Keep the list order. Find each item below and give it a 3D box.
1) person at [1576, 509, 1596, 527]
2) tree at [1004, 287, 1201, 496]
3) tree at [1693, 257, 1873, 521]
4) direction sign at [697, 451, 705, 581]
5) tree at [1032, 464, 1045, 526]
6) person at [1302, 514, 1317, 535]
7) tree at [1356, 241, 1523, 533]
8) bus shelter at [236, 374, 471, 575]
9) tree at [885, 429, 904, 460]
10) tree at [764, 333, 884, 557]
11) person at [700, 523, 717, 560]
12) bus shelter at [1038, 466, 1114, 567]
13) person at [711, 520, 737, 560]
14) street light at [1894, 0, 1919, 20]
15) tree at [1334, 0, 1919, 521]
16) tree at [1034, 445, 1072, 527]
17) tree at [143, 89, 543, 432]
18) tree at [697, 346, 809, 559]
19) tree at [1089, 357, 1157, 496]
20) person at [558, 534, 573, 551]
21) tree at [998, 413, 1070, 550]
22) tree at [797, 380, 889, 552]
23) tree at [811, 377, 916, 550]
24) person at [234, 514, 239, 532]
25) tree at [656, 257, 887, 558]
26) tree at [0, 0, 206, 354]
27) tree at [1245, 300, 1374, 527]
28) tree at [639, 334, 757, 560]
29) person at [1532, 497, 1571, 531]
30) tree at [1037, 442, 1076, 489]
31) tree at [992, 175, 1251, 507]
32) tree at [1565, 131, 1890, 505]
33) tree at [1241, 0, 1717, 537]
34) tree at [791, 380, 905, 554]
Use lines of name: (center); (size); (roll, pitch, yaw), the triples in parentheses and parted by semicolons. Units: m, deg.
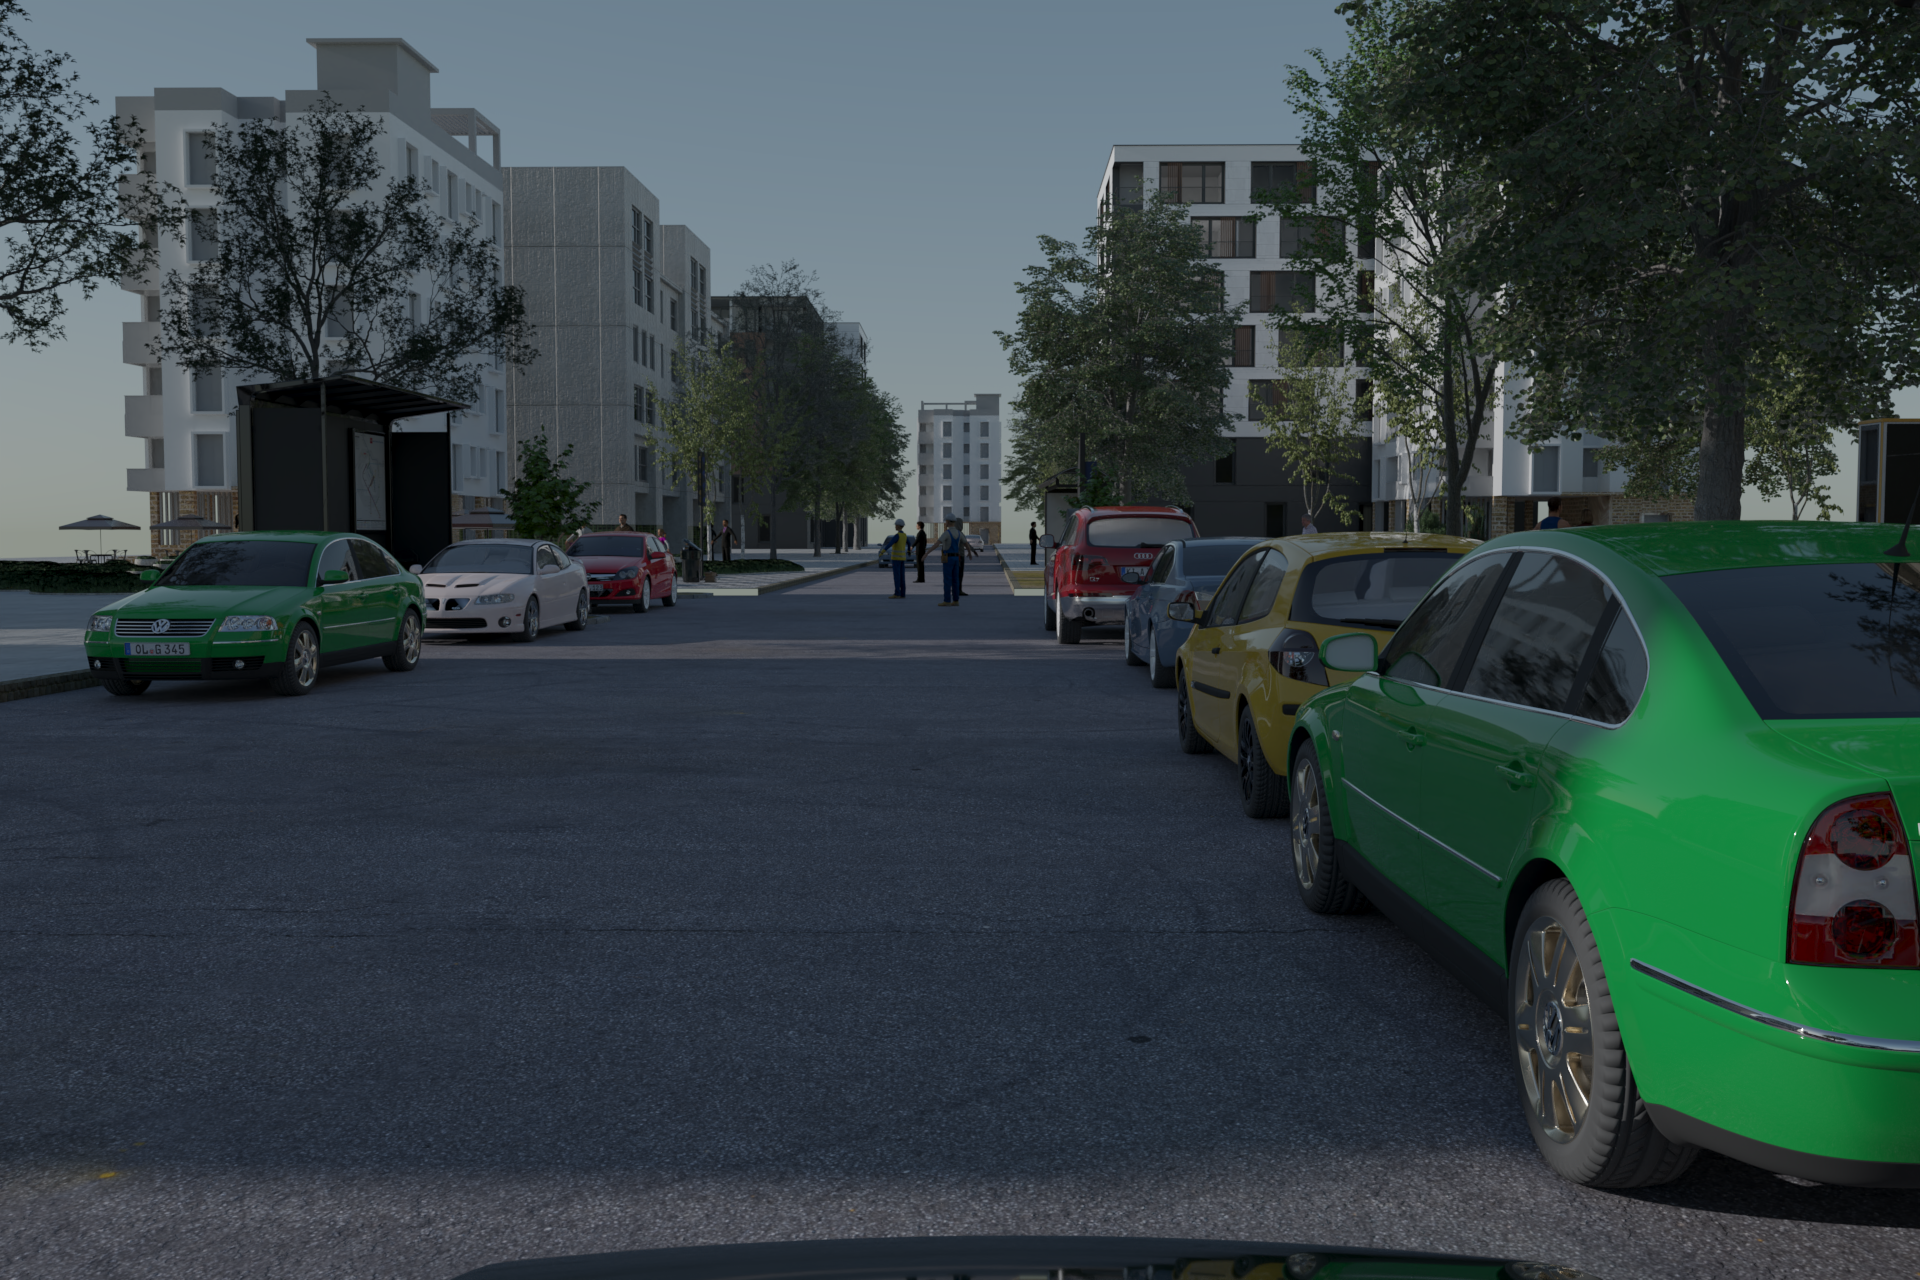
person: (11.122, -1.473, 30.885); (1.215, 1.729, 0.721); (0, 4, 2)
tree: (7.166, -10.612, 83.882); (12.009, 13.543, 11.850); (0, 3, 0)
tree: (21.130, -5.722, 43.915); (4.737, 8.622, 4.395); (0, 3, 0)
direction sign: (-7.138, -3.416, 47.853); (0.379, 3.537, 0.876); (0, 4, 3)
tree: (14.040, -19.958, 232.968); (9.857, 13.997, 8.962); (0, 3, 0)
person: (7.342, -1.822, 36.777); (0.436, 1.711, 0.756); (0, 4, -6)
tree: (11.558, -5.672, 43.099); (4.737, 8.622, 4.395); (0, 3, 0)
bus shelter: (-9.818, -2.283, 28.618); (1.731, 3.624, 6.357); (0, 4, 1)
tree: (-13.619, -23.175, 234.806); (12.611, 20.169, 13.585); (0, 3, 0)
tree: (-7.774, -10.966, 97.418); (7.486, 12.596, 7.792); (0, 3, 0)
person: (-10.111, -3.852, 69.709); (0.721, 1.740, 1.216); (2, 4, 23)
bus shelter: (3.586, -3.681, 54.114); (2.014, 3.302, 5.546); (0, 4, -1)
person: (-8.477, -3.448, 62.602); (1.346, 1.802, 0.704); (3, 5, 39)
street light: (6.401, -2.325, 10.797); (0.468, 5.910, 1.993); (0, 4, 0)
tree: (8.599, -6.899, 19.446); (9.857, 13.997, 8.962); (0, 3, 0)
tree: (7.517, -11.177, 133.106); (4.737, 8.622, 4.395); (0, 3, 0)
tree: (-12.742, -6.204, 35.848); (8.767, 10.594, 7.601); (0, 4, -3)
tree: (-8.300, -7.190, 67.923); (4.737, 8.622, 4.395); (0, 3, 0)
tree: (6.788, -7.505, 73.075); (4.737, 8.622, 4.395); (0, 3, 0)
person: (-15.436, -3.782, 68.645); (0.721, 1.733, 1.217); (3, 5, 44)
tree: (6.972, -13.603, 140.540); (7.486, 12.596, 7.792); (0, 3, 0)
tree: (-8.487, -12.559, 123.464); (7.486, 12.596, 7.792); (0, 3, 0)
tree: (-8.415, -14.244, 139.539); (9.857, 13.997, 8.962); (0, 3, 0)
person: (-14.221, -1.703, 34.676); (0.721, 1.735, 1.217); (-2, 4, -26)
tree: (-8.290, -10.196, 77.074); (12.009, 13.543, 11.850); (0, 3, 0)
tree: (-12.489, -5.197, 19.379); (8.767, 10.594, 7.601); (1, 4, 21)
tree: (10.988, -6.342, 54.050); (4.737, 8.622, 4.395); (0, 3, 0)
tree: (-9.345, -6.880, 62.850); (4.737, 8.622, 4.395); (0, 3, 0)
person: (8.436, -1.124, 24.552); (0.704, 1.807, 1.345); (-2, 4, -35)
tree: (7.582, -10.854, 127.827); (4.360, 8.622, 3.978); (0, 3, 0)
tree: (6.045, -9.601, 63.624); (9.857, 13.997, 8.962); (0, 3, 0)
tree: (24.089, -9.058, 54.751); (9.857, 13.997, 8.962); (0, 3, 0)
tree: (9.134, -6.450, 31.216); (9.928, 11.665, 9.643); (0, 3, 0)
tree: (-7.767, -11.410, 112.306); (9.928, 11.665, 9.643); (0, 3, 0)
